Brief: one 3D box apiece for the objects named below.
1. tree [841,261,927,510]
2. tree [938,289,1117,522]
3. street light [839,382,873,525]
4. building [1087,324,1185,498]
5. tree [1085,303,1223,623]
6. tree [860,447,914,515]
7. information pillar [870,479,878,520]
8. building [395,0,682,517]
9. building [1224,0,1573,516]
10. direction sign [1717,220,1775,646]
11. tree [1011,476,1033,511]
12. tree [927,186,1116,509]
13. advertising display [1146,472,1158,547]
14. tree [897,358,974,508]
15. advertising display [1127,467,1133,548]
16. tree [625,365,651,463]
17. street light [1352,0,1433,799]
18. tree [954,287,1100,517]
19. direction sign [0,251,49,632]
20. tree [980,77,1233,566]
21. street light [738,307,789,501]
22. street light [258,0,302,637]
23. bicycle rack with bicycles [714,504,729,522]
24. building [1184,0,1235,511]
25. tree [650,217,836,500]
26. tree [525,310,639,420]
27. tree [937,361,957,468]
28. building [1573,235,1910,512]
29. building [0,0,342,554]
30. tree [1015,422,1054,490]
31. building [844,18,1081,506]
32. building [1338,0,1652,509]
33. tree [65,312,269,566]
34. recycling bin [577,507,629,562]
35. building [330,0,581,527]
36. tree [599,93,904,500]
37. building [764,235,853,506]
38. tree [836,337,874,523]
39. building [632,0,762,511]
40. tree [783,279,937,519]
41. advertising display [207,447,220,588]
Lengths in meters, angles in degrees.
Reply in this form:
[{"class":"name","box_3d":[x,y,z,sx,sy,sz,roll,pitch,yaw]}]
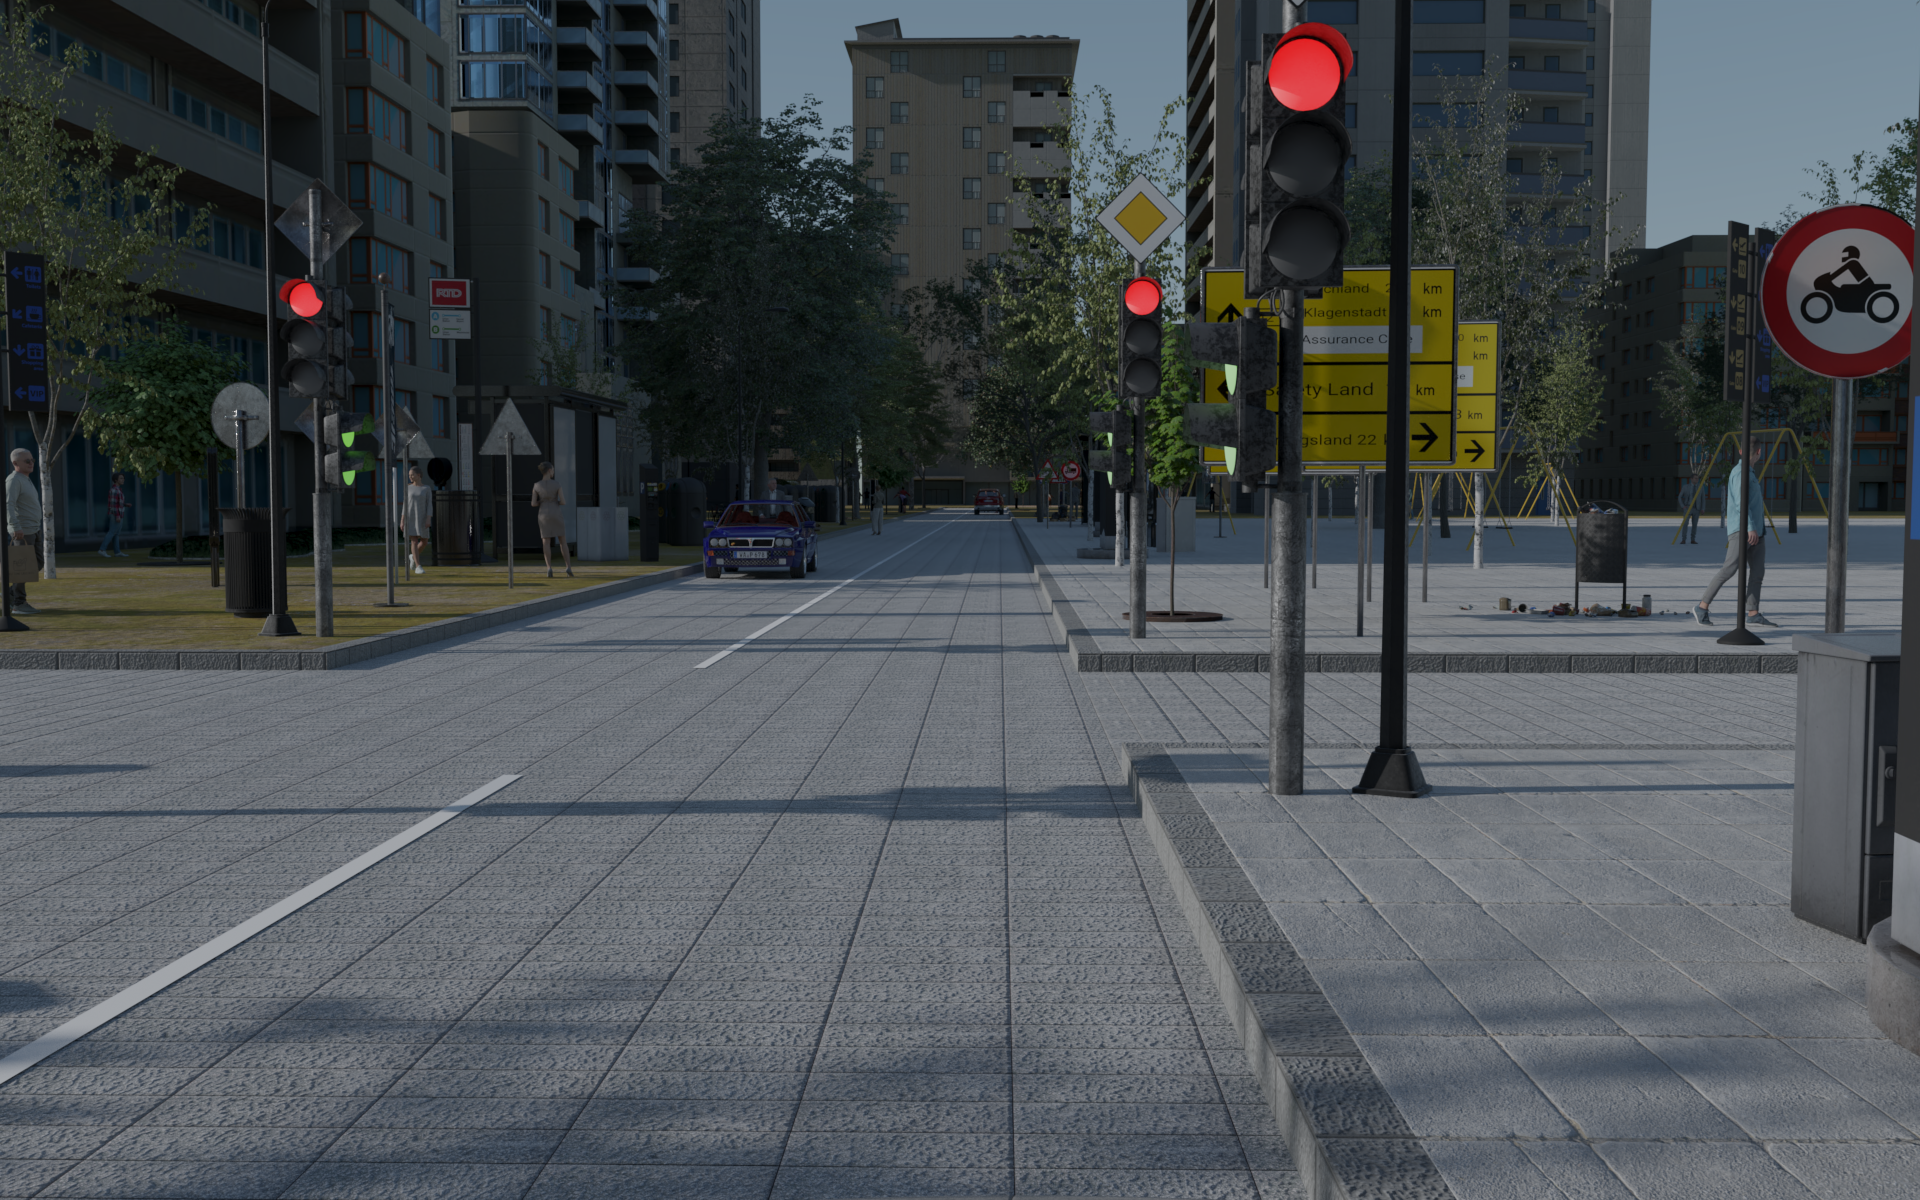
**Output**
[{"class":"tree","box_3d":[-5.176,-17.352,139.600,12.611,20.169,13.585,0,3,0]},{"class":"tree","box_3d":[3.515,-8.811,78.468,8.767,10.594,7.601,-1,4,-23]},{"class":"street light","box_3d":[-4.256,-6.009,70.795,1.470,5.913,1.316,0,4,1]},{"class":"building","box_3d":[29.800,-21.785,201.217,28.899,21.520,27.650,0,4,1]},{"class":"tree","box_3d":[2.055,-1.416,17.757,1.663,3.219,1.824,0,3,0]},{"class":"tree","box_3d":[-4.690,-7.643,108.683,4.285,4.588,4.351,0,3,0]},{"class":"information pillar","box_3d":[-4.183,-4.875,84.200,0.304,2.012,0.304,1,4,17]},{"class":"building","box_3d":[-29.309,-48.484,105.387,22.319,86.520,31.000,0,4,1]},{"class":"building","box_3d":[28.927,-35.065,115.312,21.231,58.520,28.212,0,4,1]},{"class":"direction sign","box_3d":[6.686,-1.390,14.726,0.876,3.537,0.379,-3,5,-43]},{"class":"tree","box_3d":[4.704,-8.451,132.773,1.663,3.219,1.824,0,3,0]},{"class":"tree","box_3d":[4.661,-15.502,109.350,12.611,20.169,13.585,0,3,0]},{"class":"advertising display","box_3d":[4.654,-2.251,42.009,0.123,1.923,0.974,0,4,-5]},{"class":"tree","box_3d":[-3.378,-15.061,156.622,12.009,13.543,11.850,0,3,0]},{"class":"advertising display","box_3d":[3.545,-1.886,36.053,0.123,1.923,0.974,0,4,7]},{"class":"tree","box_3d":[-14.814,-8.429,88.172,4.360,8.622,3.978,0,3,0]},{"class":"street light","box_3d":[1.326,-2.127,7.315,1.470,5.913,1.316,0,4,1]},{"class":"tree","box_3d":[4.440,-10.969,96.343,9.611,12.733,9.660,0,3,0]},{"class":"direction sign","box_3d":[-8.954,-1.478,16.162,0.379,3.537,0.876,3,5,40]},{"class":"tree","box_3d":[2.699,-4.896,30.411,4.737,8.622,4.395,0,3,0]},{"class":"street light","box_3d":[-4.946,-4.320,43.166,1.470,5.913,1.316,0,4,1]},{"class":"street light","box_3d":[-5.639,-2.630,15.536,1.470,5.913,1.316,0,4,1]},{"class":"bicycle rack with bicycles","box_3d":[-8.677,-2.951,61.625,2.852,0.926,2.925,-1,4,-12]},{"class":"building","box_3d":[30.087,-31.614,140.587,21.300,48.544,21.600,0,4,1]},{"class":"tree","box_3d":[-5.766,-5.902,46.858,4.360,8.622,3.978,0,3,0]},{"class":"tree","box_3d":[-15.416,-7.298,69.681,4.737,8.622,4.395,0,3,0]},{"class":"tree","box_3d":[-4.096,-12.459,121.838,7.486,12.596,7.792,0,3,0]},{"class":"building","box_3d":[66.297,-17.873,137.260,28.899,21.520,27.650,0,4,1]},{"class":"building","box_3d":[-29.018,-25.406,39.097,21.300,48.544,21.600,0,4,1]},{"class":"tree","box_3d":[5.553,-10.769,126.432,4.360,8.622,3.978,0,3,0]},{"class":"building","box_3d":[1.617,-37.429,201.208,27.495,52.752,28.713,0,4,1]},{"class":"building","box_3d":[59.905,-40.045,196.738,28.212,58.520,21.231,0,4,1]},{"class":"tree","box_3d":[-14.311,-2.918,31.427,4.285,4.588,4.351,0,3,0]},{"class":"recycling bin","box_3d":[-6.877,-1.271,33.341,0.722,1.027,0.722,3,5,41]},{"class":"building","box_3d":[-33.290,-13.956,73.215,27.650,21.520,28.899,0,4,1]},{"class":"tree","box_3d":[-6.503,-9.089,55.266,9.857,13.997,8.962,0,3,0]},{"class":"building","box_3d":[-19.339,-25.910,195.326,14.107,30.474,14.160,0,4,1]},{"class":"tree","box_3d":[-5.579,-7.700,76.256,4.360,8.622,3.978,0,3,0]},{"class":"building","box_3d":[-27.692,-43.038,141.920,20.611,71.187,20.563,0,4,1]},{"class":"tree","box_3d":[-5.766,-10.476,89.411,7.486,12.596,7.792,0,3,0]},{"class":"advertising display","box_3d":[-10.402,-1.158,24.151,0.123,1.923,0.974,-1,4,-22]}]
